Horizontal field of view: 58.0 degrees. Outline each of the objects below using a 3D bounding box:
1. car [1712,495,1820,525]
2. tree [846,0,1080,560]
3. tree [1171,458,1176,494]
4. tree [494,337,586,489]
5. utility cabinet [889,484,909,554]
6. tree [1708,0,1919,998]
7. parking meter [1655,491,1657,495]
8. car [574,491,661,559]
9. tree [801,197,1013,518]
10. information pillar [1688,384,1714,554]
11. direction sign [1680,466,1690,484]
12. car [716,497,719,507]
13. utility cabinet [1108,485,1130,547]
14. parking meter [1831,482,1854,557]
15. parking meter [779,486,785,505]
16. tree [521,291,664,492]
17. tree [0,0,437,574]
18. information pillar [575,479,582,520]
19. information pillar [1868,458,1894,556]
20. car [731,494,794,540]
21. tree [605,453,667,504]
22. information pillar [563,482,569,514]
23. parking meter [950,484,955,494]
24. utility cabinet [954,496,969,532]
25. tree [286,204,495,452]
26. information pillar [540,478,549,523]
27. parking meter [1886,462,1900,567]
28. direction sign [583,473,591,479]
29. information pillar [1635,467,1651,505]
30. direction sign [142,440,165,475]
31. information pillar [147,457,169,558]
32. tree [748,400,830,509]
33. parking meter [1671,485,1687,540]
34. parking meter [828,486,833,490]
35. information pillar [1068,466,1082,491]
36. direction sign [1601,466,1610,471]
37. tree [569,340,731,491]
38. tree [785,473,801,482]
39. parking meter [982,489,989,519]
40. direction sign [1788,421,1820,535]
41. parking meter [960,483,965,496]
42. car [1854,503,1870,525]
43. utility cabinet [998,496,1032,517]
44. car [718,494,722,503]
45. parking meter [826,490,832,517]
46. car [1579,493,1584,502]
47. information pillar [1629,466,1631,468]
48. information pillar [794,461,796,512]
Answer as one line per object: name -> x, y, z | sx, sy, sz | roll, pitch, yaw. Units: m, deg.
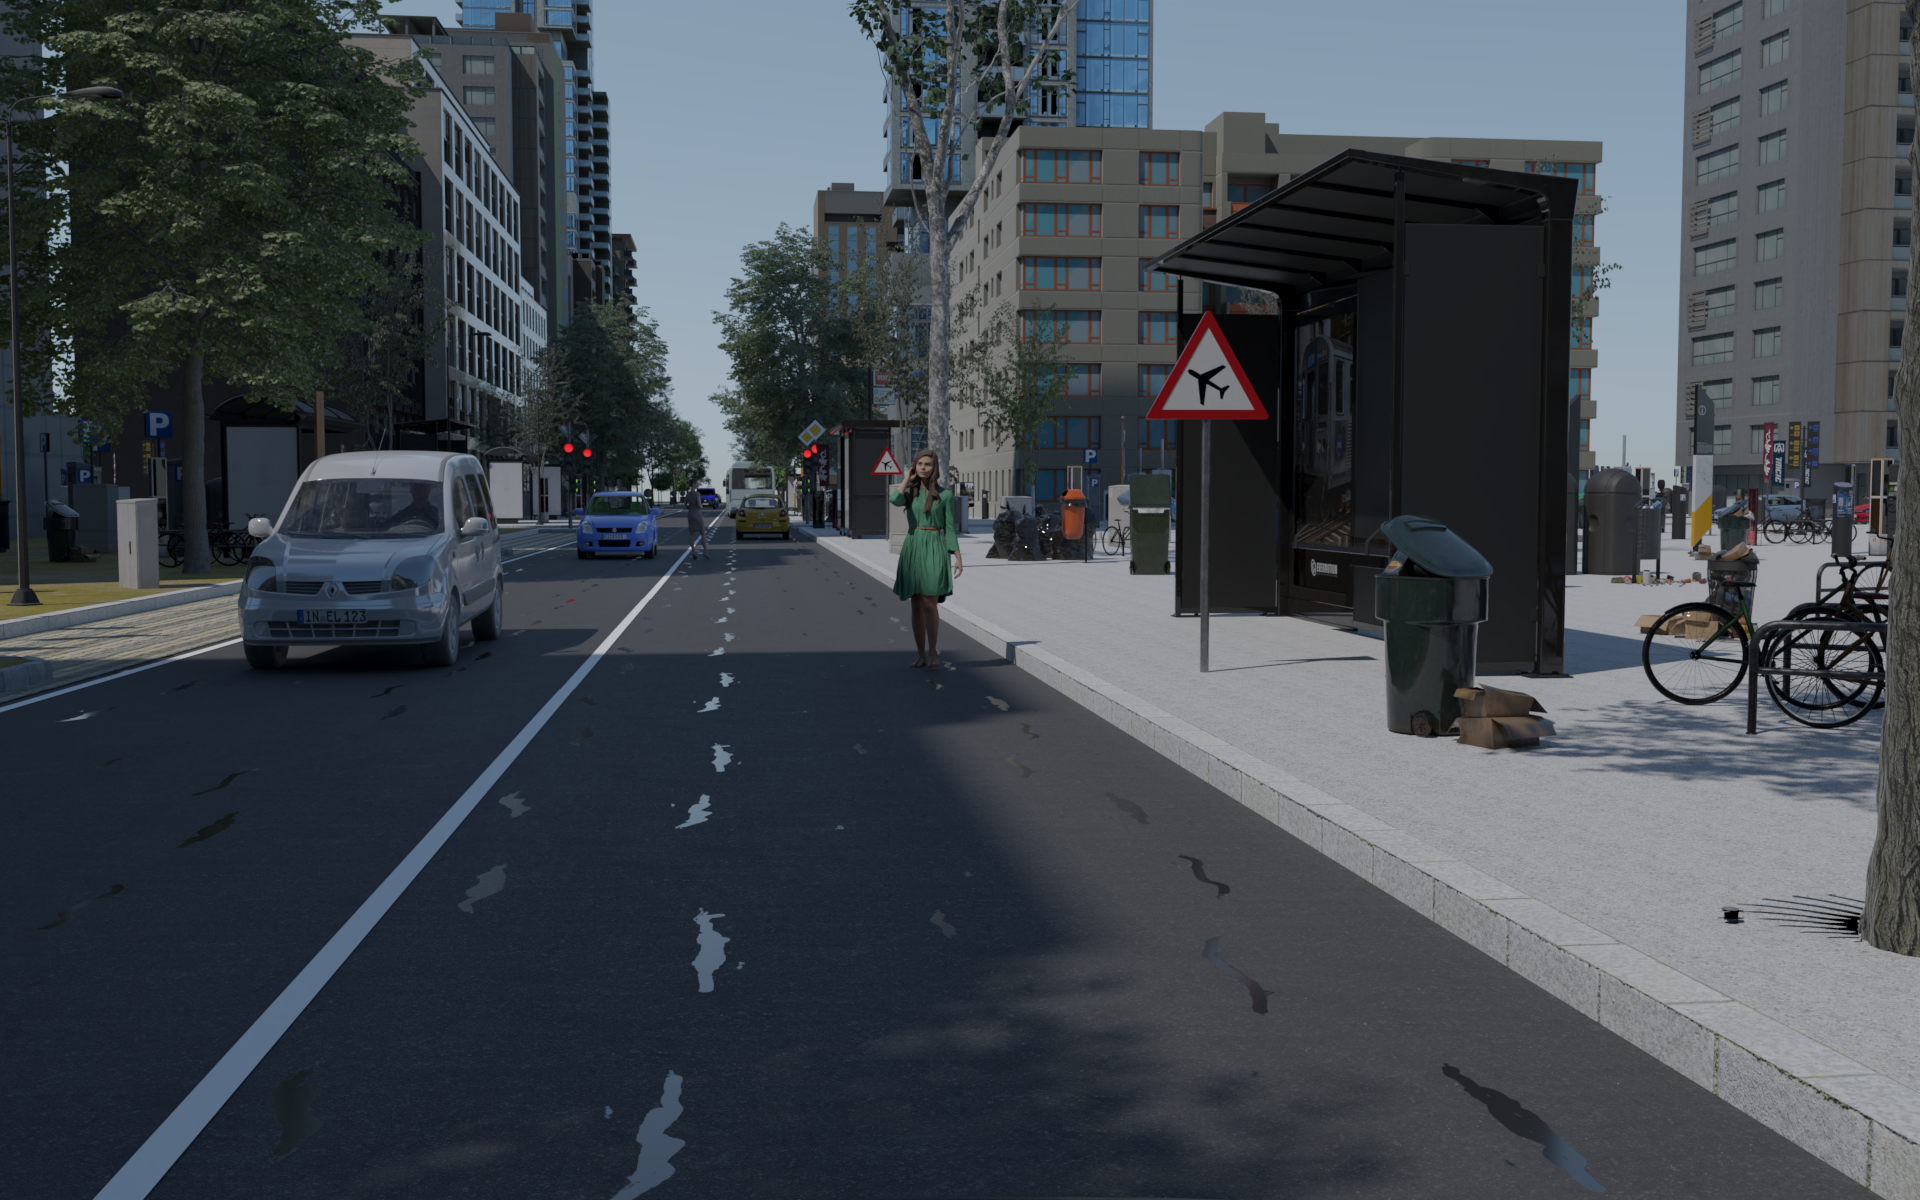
car -> 34.580, -3.812, 74.322 | 4.499, 1.417, 2.014 | 0, 4, -8
tree -> 1.092, -10.614, 29.431 | 12.611, 20.169, 13.585 | 0, 3, 0
tree -> 10.356, -5.284, 80.987 | 1.663, 3.219, 1.824 | 0, 3, 0
tree -> -19.793, -8.035, 81.741 | 4.360, 8.622, 3.978 | 0, 3, 0
utility cabinet -> -1.042, -1.707, 36.584 | 0.318, 1.500, 1.173 | -3, 4, -38
tree -> 2.958, -4.823, 4.607 | 9.928, 11.665, 9.643 | 0, 3, 0
parking meter -> 58.711, -8.442, 146.438 | 0.372, 1.533, 0.369 | 0, 3, 0
car -> -7.790, -1.830, 39.506 | 1.945, 1.707, 3.694 | -1, 4, -8
tree -> -1.124, -5.697, 43.506 | 4.360, 8.622, 3.978 | 0, 3, 0
information pillar -> 15.820, -2.786, 36.913 | 0.504, 3.616, 0.183 | -1, 4, -22
direction sign -> 54.631, -8.475, 130.564 | 0.876, 3.537, 0.379 | -1, 4, -22
car -> -27.576, -11.165, 191.338 | 1.959, 1.807, 4.718 | -1, 4, -8
utility cabinet -> 3.995, -2.020, 41.713 | 0.318, 1.500, 1.173 | -2, 4, -26
parking meter -> 17.984, -1.644, 35.294 | 0.372, 1.533, 0.369 | 0, 3, 0
parking meter -> -12.644, -7.180, 123.096 | 0.399, 1.863, 0.255 | 3, 5, 39
tree -> -22.808, -12.376, 109.010 | 9.857, 13.997, 8.962 | 0, 3, 0
tree -> -11.986, -6.707, 27.793 | 7.486, 12.596, 7.792 | 0, 3, 0
information pillar -> -19.017, -5.003, 86.285 | 0.304, 2.012, 0.304 | -1, 4, -18
information pillar -> 19.007, -1.911, 35.743 | 0.304, 2.012, 0.304 | -1, 4, -19
car -> -6.348, -2.782, 55.705 | 2.015, 1.641, 3.980 | 0, 4, -6
tree -> -24.823, -8.778, 127.229 | 4.285, 4.588, 4.351 | 0, 3, 0
information pillar -> -23.159, -5.959, 101.928 | 0.304, 2.012, 0.304 | -2, 4, -33
parking meter -> -0.504, -5.833, 101.082 | 0.399, 1.863, 0.255 | 2, 4, 31
utility cabinet -> -0.132, -2.929, 59.045 | 0.306, 1.237, 1.020 | -3, 4, -37
tree -> -14.658, -5.694, 43.457 | 4.360, 8.622, 3.978 | 0, 3, 0
information pillar -> -18.513, -4.439, 77.075 | 0.304, 2.012, 0.304 | 2, 4, 25
parking meter -> 15.752, -1.423, 28.980 | 0.399, 1.863, 0.255 | -1, 4, -12
direction sign -> -19.851, -6.131, 92.237 | 0.379, 3.537, 0.876 | -3, 4, -36
information pillar -> 18.756, -2.638, 47.620 | 0.304, 2.012, 0.304 | -1, 4, -16
direction sign -> -33.852, -4.942, 72.797 | 0.876, 3.537, 0.379 | -1, 4, -22
information pillar -> -16.144, -1.859, 34.884 | 0.304, 2.012, 0.304 | -3, 4, -37
tree -> -13.658, -12.613, 140.629 | 7.601, 10.594, 8.767 | -1, 4, -11
parking meter -> 20.344, -2.482, 48.989 | 0.372, 1.533, 0.369 | 0, 3, 0
parking meter -> -9.255, -7.223, 123.806 | 0.255, 1.863, 0.399 | 0, 4, 4
information pillar -> 3.004, -2.498, 45.326 | 0.304, 2.012, 0.304 | -1, 4, -17
direction sign -> 52.157, -9.056, 140.067 | 0.876, 3.537, 0.379 | -1, 4, -18
tree -> -26.523, -13.923, 138.014 | 12.009, 13.543, 11.850 | 0, 3, 0
tree -> -12.878, -8.590, 135.051 | 1.663, 3.219, 1.824 | 0, 3, 0
parking meter -> 1.308, -4.941, 89.191 | 0.372, 1.533, 0.369 | 0, 3, 0
direction sign -> 26.299, -3.795, 54.045 | 0.876, 3.537, 0.379 | 3, 4, 37
parking meter -> 0.124, -5.032, 87.976 | 0.255, 1.863, 0.399 | 0, 4, -4
car -> 40.803, -4.048, 75.227 | 4.494, 1.783, 2.155 | 0, 4, -7
utility cabinet -> 1.539, -2.250, 47.944 | 1.020, 1.237, 0.306 | -3, 5, -42
car -> -38.819, -16.248, 275.436 | 2.009, 1.686, 4.222 | -1, 4, -9
parking meter -> -7.477, -5.530, 98.824 | 0.372, 1.533, 0.369 | 0, 3, 0
car -> 27.059, -3.953, 73.424 | 4.718, 1.807, 1.959 | -1, 4, -9
information pillar -> 54.527, -9.179, 141.435 | 0.504, 3.616, 0.183 | 0, 4, 5
information pillar -> -11.516, -7.912, 120.721 | 0.183, 3.616, 0.504 | 0, 4, 1
